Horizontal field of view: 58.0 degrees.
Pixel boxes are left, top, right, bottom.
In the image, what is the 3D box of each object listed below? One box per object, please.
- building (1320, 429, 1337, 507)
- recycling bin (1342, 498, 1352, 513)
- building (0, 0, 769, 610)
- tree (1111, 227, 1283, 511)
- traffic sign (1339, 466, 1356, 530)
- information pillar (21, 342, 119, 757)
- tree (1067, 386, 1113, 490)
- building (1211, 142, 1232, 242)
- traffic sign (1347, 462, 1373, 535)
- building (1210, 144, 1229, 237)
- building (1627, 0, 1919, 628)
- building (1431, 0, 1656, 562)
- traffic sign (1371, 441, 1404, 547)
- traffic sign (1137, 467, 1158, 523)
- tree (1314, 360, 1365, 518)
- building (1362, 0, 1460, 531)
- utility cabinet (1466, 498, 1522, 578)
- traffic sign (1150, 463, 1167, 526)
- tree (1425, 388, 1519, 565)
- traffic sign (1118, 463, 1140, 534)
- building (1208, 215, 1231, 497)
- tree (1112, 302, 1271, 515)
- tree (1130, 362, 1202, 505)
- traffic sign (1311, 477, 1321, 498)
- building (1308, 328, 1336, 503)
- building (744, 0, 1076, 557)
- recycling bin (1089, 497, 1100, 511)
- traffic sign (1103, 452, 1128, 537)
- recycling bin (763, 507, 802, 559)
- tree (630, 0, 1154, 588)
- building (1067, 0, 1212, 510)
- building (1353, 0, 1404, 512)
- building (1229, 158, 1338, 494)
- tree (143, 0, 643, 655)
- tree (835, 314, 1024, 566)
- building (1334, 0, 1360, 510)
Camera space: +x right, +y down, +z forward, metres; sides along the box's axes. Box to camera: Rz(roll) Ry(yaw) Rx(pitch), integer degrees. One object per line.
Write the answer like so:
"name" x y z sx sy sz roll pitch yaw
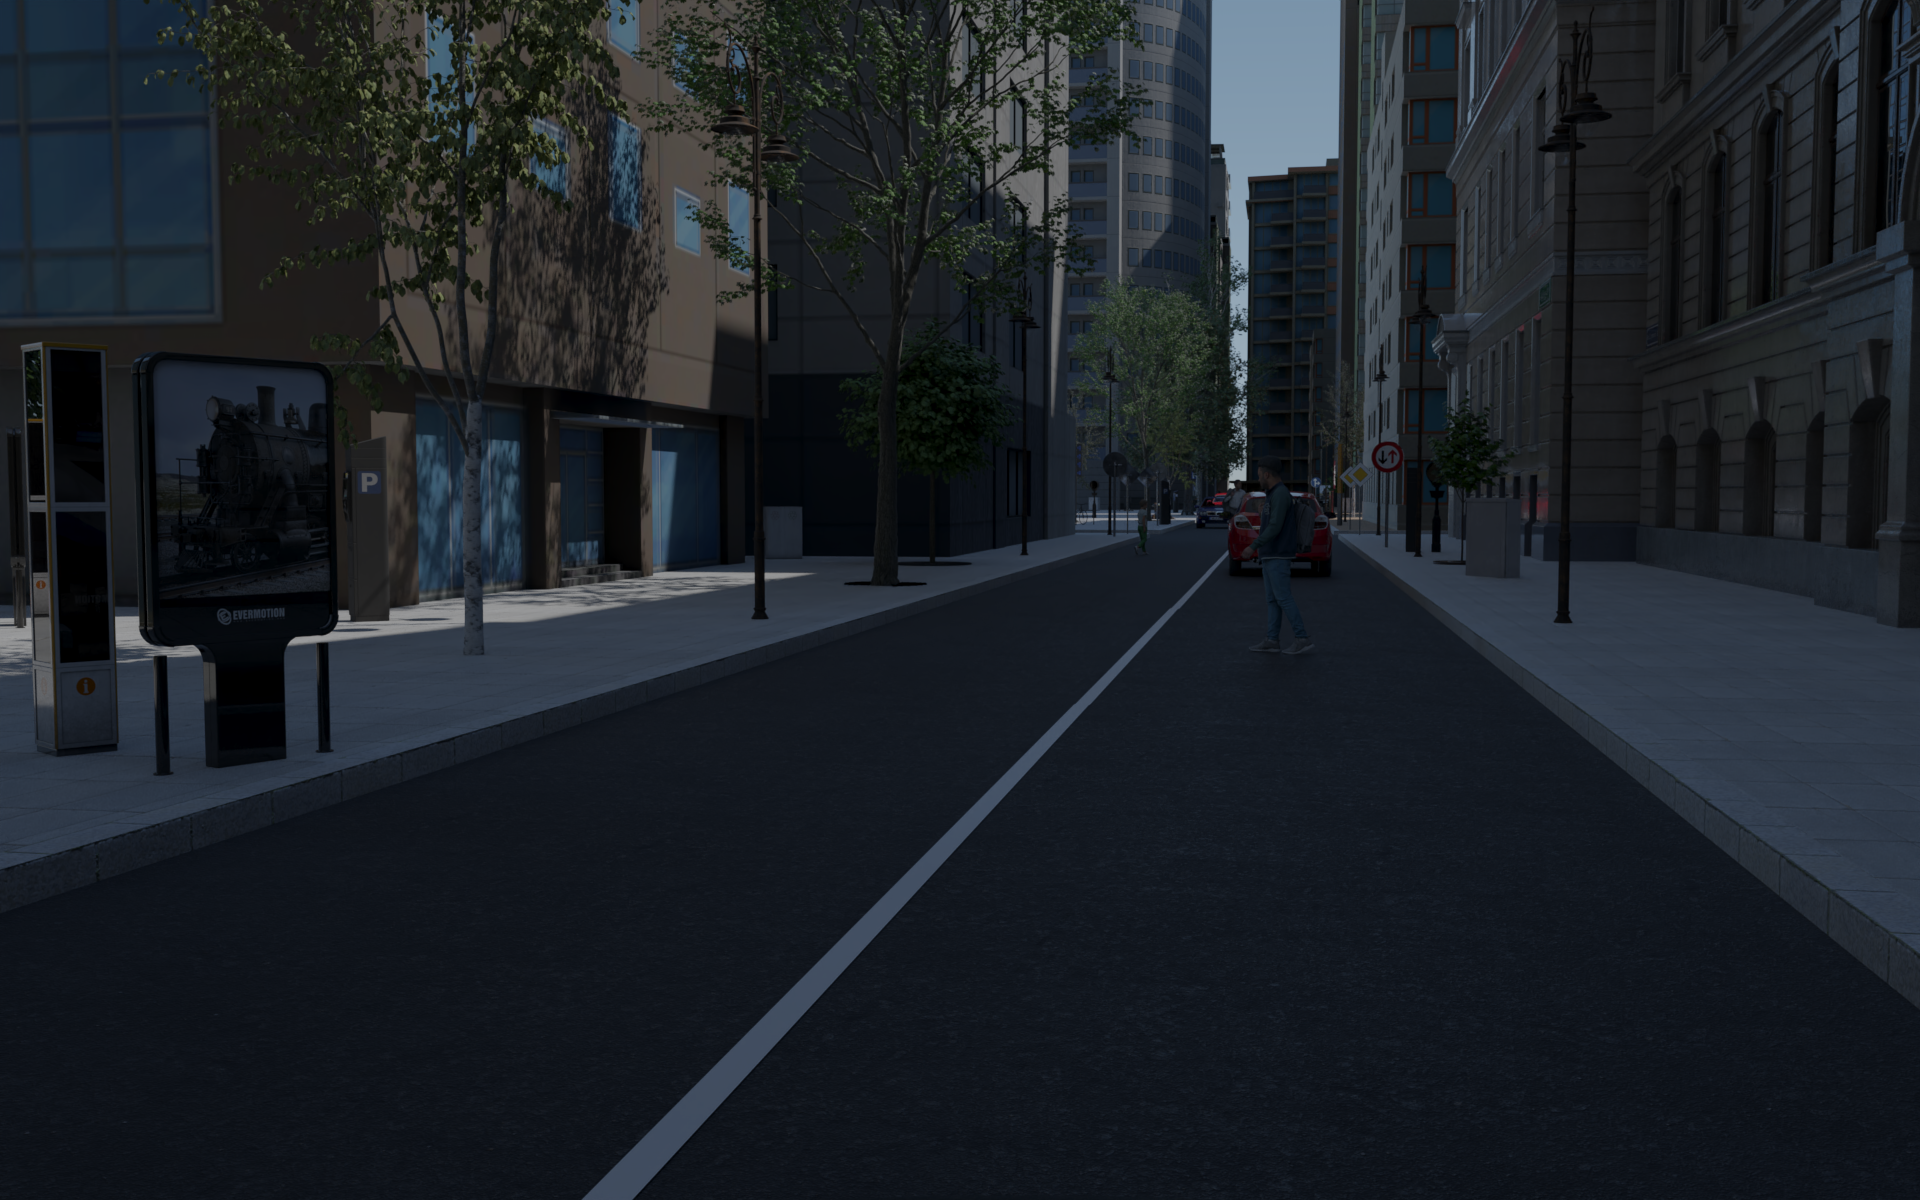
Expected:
"building" 45.696 -51.900 161.232 22.319 86.520 31.000 1 4 11
"recycling bin" 25.706 -6.305 115.648 0.722 1.027 0.722 0 4 -2
"building" -11.668 -22.960 25.507 14.600 45.320 14.200 1 4 11
"tree" 16.963 -16.505 125.751 12.611 20.169 13.585 0 3 0
"traffic sign" 13.950 -3.564 61.913 0.795 2.450 0.064 1 4 11
"information pillar" -4.407 -0.250 8.586 0.304 2.012 0.304 3 5 44
"tree" 7.706 -10.062 114.882 4.360 8.622 3.978 0 3 0
"building" 21.152 -37.601 234.376 30.456 49.044 23.786 1 4 11
"traffic sign" 12.485 -3.084 54.063 0.795 2.450 0.064 1 4 11
"building" 24.579 -31.884 204.900 14.086 41.232 14.154 1 4 11
"building" 14.481 -11.907 13.758 14.460 24.649 34.723 1 4 11
"building" 19.037 -15.579 40.627 13.634 28.700 20.117 1 4 11
"traffic sign" 10.263 -2.538 41.609 0.768 2.556 0.104 1 4 15
"traffic sign" 6.832 -3.646 63.258 0.795 2.450 0.064 1 4 11
"tree" 21.400 -8.797 94.199 4.360 8.622 3.978 0 3 0
"building" 32.150 -13.841 71.341 28.899 21.520 27.650 1 4 11
"utility cabinet" 8.265 -0.959 26.844 0.306 1.237 1.020 -1 4 -19
"traffic sign" 7.985 -4.271 69.939 0.768 2.556 0.104 1 4 11
"tree" 9.331 -2.264 31.626 1.663 3.219 1.824 0 3 0
"traffic sign" 5.367 -3.166 55.408 0.795 2.450 0.064 1 4 11
"building" 22.046 -25.475 188.212 14.160 30.474 14.107 1 4 11
"tree" 13.720 -11.418 103.698 9.611 12.733 9.660 0 3 0
"tree" 11.429 -8.835 94.816 4.737 8.622 4.395 0 3 0
"traffic sign" 27.185 -8.084 132.286 0.768 2.556 0.104 1 4 11
"building" 53.192 -21.280 192.969 27.650 21.520 28.899 1 4 11
"building" -8.328 -37.100 44.831 20.611 71.187 20.563 1 4 11
"recycling bin" 10.266 -7.325 132.315 0.722 1.027 0.722 1 4 19
"traffic sign" 4.653 -3.181 52.123 0.768 2.556 0.104 1 4 20
"recycling bin" -3.542 -1.337 34.412 0.722 1.027 0.722 -1 4 -15
"tree" -0.910 -6.003 23.901 9.928 11.665 9.643 0 3 0
"building" 10.853 -37.325 152.265 21.231 58.520 28.212 1 4 11
"building" 36.107 -27.097 126.622 14.154 41.232 14.086 1 4 11
"building" 50.575 -35.085 228.263 28.867 44.769 22.147 1 4 11
"tree" -4.074 -3.875 13.722 4.737 8.622 4.395 0 3 0
"tree" -0.424 -2.914 31.366 4.285 4.588 4.351 0 3 0
"building" 37.909 -30.005 140.687 14.600 45.320 14.200 1 4 11
